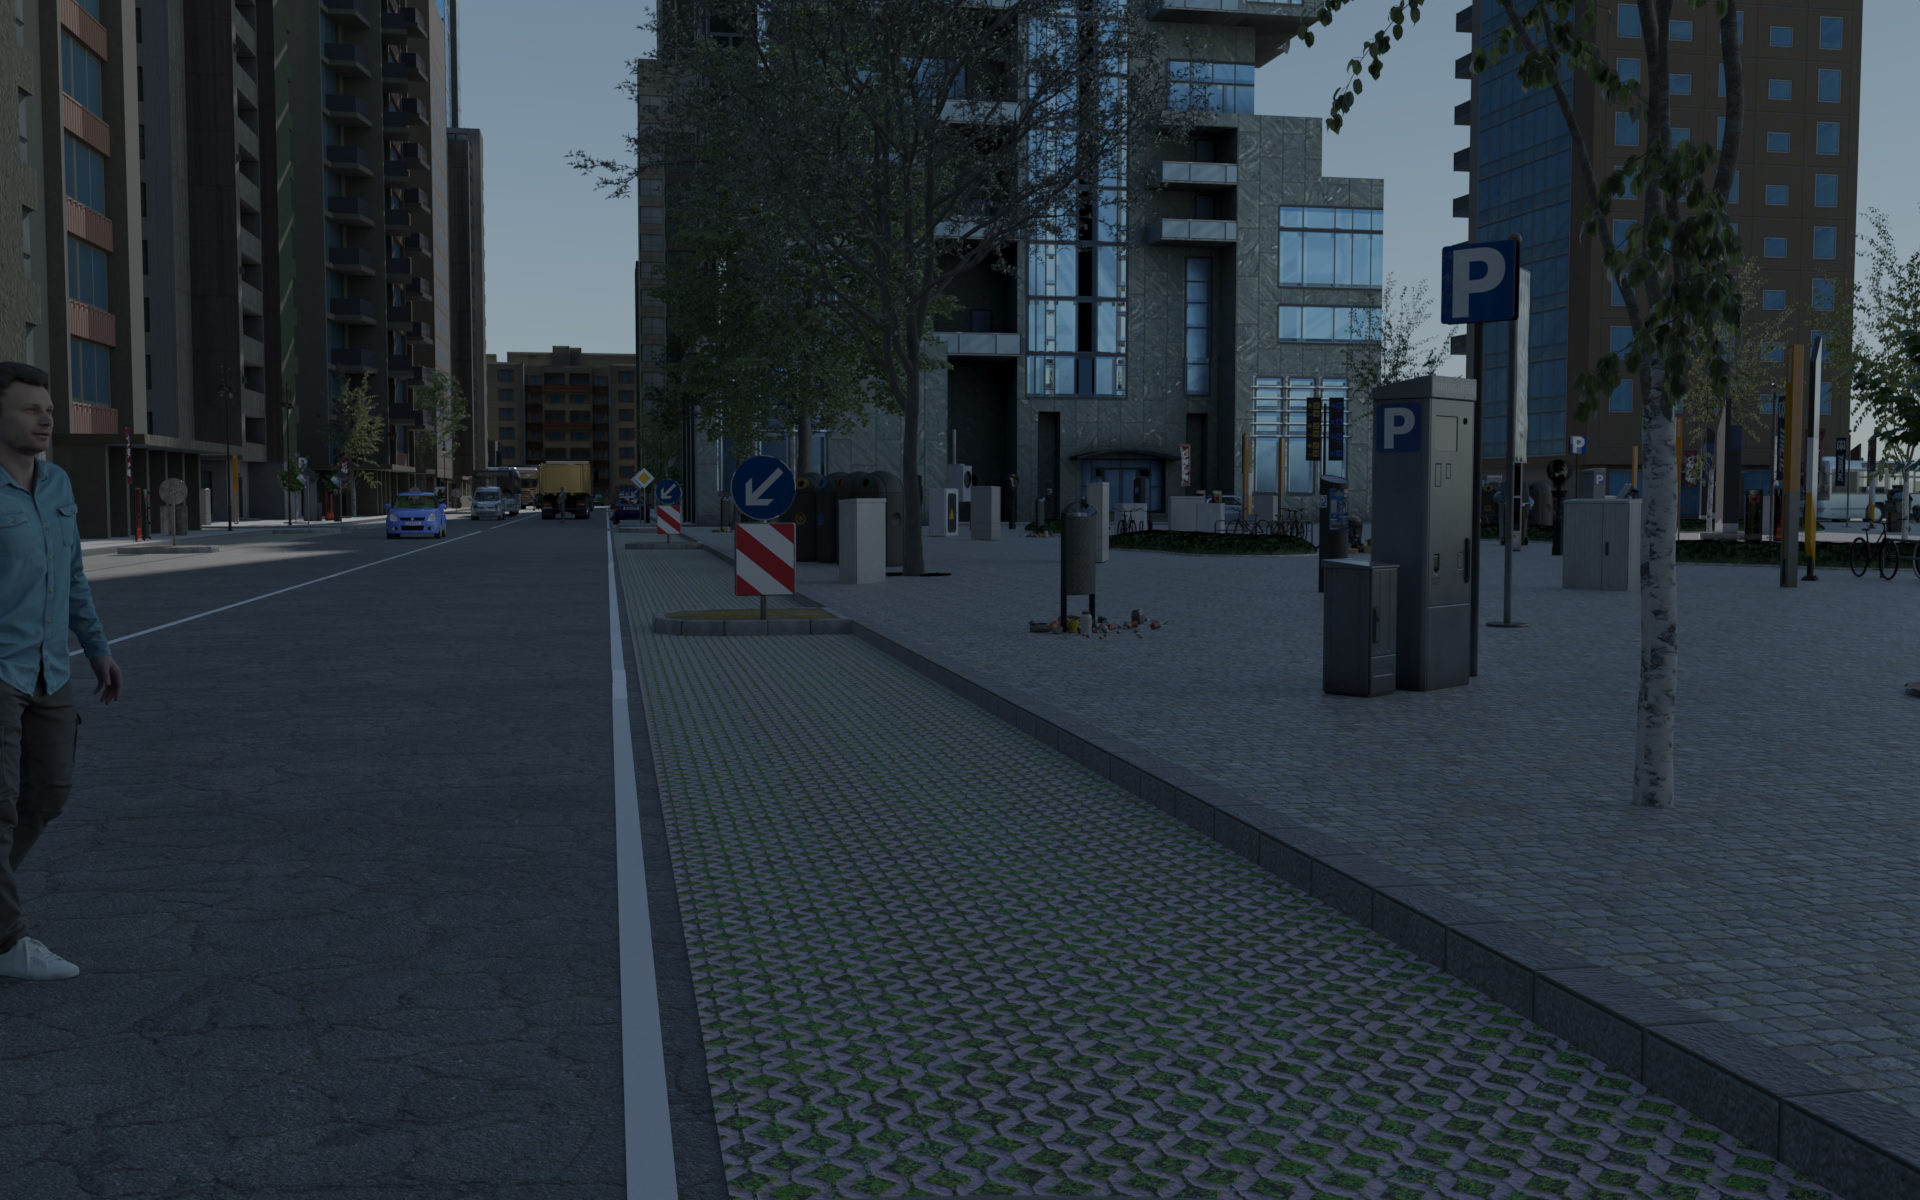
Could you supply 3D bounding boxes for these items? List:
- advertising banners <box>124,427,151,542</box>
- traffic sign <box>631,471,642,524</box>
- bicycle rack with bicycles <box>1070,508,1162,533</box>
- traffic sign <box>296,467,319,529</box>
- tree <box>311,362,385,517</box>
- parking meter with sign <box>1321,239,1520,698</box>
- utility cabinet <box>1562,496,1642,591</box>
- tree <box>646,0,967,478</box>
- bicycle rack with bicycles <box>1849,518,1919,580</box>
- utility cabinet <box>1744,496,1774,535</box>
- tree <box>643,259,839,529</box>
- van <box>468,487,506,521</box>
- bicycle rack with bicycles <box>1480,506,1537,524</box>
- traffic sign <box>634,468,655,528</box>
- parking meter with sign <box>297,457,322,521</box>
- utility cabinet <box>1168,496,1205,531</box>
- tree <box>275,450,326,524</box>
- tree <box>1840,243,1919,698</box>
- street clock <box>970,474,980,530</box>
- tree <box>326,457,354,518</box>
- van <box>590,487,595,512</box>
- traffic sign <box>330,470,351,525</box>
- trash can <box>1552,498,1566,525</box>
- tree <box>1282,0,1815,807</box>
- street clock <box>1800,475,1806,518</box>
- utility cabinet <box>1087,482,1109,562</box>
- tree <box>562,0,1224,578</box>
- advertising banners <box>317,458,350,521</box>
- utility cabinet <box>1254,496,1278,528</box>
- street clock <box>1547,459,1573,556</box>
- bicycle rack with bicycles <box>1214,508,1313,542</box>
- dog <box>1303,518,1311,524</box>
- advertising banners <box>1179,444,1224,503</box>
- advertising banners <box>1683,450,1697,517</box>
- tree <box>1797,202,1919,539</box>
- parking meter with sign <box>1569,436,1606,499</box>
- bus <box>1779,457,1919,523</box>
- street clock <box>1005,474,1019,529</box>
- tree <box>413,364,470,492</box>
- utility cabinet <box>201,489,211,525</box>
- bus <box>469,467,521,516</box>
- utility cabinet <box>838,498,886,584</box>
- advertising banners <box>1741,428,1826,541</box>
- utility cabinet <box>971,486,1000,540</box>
[{"bbox_3d":[-22.070,-3.075,46.460,0.090,3.025,2.074,-1,4,-10],"label":"advertising banners"},{"bbox_3d":[-13.627,-4.293,73.829,0.795,2.450,0.064,-1,4,-12],"label":"traffic sign"},{"bbox_3d":[3.817,-1.846,43.570,2.852,0.926,2.925,1,4,9],"label":"bicycle rack with bicycles"},{"bbox_3d":[-23.932,-3.667,63.602,0.795,2.450,0.064,-1,4,-12],"label":"traffic sign"},{"bbox_3d":[-33.842,-8.936,96.462,4.360,8.622,3.978,0,3,0],"label":"tree"},{"bbox_3d":[3.050,-0.933,11.512,0.543,3.016,1.738,3,5,43],"label":"parking meter with sign"},{"bbox_3d":[8.626,-0.743,23.316,0.306,1.237,1.020,-2,4,-34],"label":"utility cabinet"},{"bbox_3d":[-3.186,-7.392,38.981,7.486,12.596,7.792,0,3,0],"label":"tree"},{"bbox_3d":[14.687,-0.733,25.361,2.852,0.926,2.925,1,4,11],"label":"bicycle rack with bicycles"},{"bbox_3d":[25.508,-2.683,55.030,1.020,1.237,0.306,3,5,44],"label":"utility cabinet"},{"bbox_3d":[-7.540,-7.703,60.361,7.601,10.594,8.767,0,4,-6],"label":"tree"},{"bbox_3d":[-25.975,-5.400,95.307,2.013,2.044,4.112,-1,4,-11],"label":"van"},{"bbox_3d":[16.235,-2.511,54.437,2.852,0.926,2.925,-3,5,-39],"label":"bicycle rack with bicycles"},{"bbox_3d":[-12.029,-3.814,66.005,0.795,2.450,0.064,-1,4,-12],"label":"traffic sign"},{"bbox_3d":[-30.850,-5.259,82.251,0.543,3.016,1.738,0,4,1],"label":"parking meter with sign"},{"bbox_3d":[6.512,-2.363,49.797,1.020,1.237,0.306,0,4,-7],"label":"utility cabinet"},{"bbox_3d":[-29.009,-4.934,75.267,1.663,3.219,1.824,0,3,0],"label":"tree"},{"bbox_3d":[6.424,-0.995,10.869,1.663,3.219,1.824,0,3,0],"label":"tree"},{"bbox_3d":[0.460,-3.472,61.339,0.471,2.002,0.358,1,4,14],"label":"street clock"},{"bbox_3d":[-32.908,-5.933,91.609,1.663,3.219,1.824,0,3,0],"label":"tree"},{"bbox_3d":[-31.104,-8.413,141.944,2.240,2.365,5.245,-1,4,-10],"label":"van"},{"bbox_3d":[-25.531,-4.146,71.426,0.795,2.450,0.064,-1,4,-12],"label":"traffic sign"},{"bbox_3d":[22.259,-3.248,64.755,0.748,1.137,0.748,0,3,0],"label":"trash can"},{"bbox_3d":[2.632,-3.458,6.906,4.360,8.622,3.978,0,3,0],"label":"tree"},{"bbox_3d":[31.429,-3.655,64.334,0.471,2.002,0.358,-2,4,-33],"label":"street clock"},{"bbox_3d":[2.587,-1.464,32.611,0.318,1.500,1.173,1,4,11],"label":"utility cabinet"},{"bbox_3d":[-0.860,-7.124,26.846,12.009,13.543,11.850,0,3,0],"label":"tree"},{"bbox_3d":[-30.451,-5.344,83.568,2.074,3.025,0.090,0,4,-7],"label":"advertising banners"},{"bbox_3d":[11.744,-3.385,66.510,0.306,1.237,1.020,-2,4,-35],"label":"utility cabinet"},{"bbox_3d":[12.506,-1.932,36.165,0.471,2.002,0.358,3,5,44],"label":"street clock"},{"bbox_3d":[8.042,-1.915,44.687,2.925,0.926,2.852,-3,5,-42],"label":"bicycle rack with bicycles"},{"bbox_3d":[15.105,-3.399,75.759,0.748,0.427,0.550,0,4,4],"label":"dog"},{"bbox_3d":[8.433,-3.936,60.546,2.074,3.025,0.090,-2,4,-33],"label":"advertising banners"},{"bbox_3d":[30.002,-4.470,69.273,2.074,3.025,0.090,1,4,22],"label":"advertising banners"},{"bbox_3d":[23.181,-5.651,42.756,4.737,8.622,4.395,0,3,0],"label":"tree"},{"bbox_3d":[18.610,-3.345,50.959,0.543,3.016,1.738,-1,4,-12],"label":"parking meter with sign"},{"bbox_3d":[44.704,-5.300,81.516,13.247,3.499,2.948,-1,4,-12],"label":"bus"},{"bbox_3d":[1.899,-3.571,62.963,0.471,2.002,0.358,-3,4,-38],"label":"street clock"},{"bbox_3d":[-41.297,-12.667,132.865,9.928,11.665,9.643,0,3,0],"label":"tree"},{"bbox_3d":[-31.225,-3.799,70.784,1.173,1.500,0.318,1,4,13],"label":"utility cabinet"},{"bbox_3d":[-30.634,-7.332,114.740,2.948,3.499,13.247,-1,4,-12],"label":"bus"},{"bbox_3d":[-1.414,-0.850,25.053,0.306,1.237,1.020,1,4,22],"label":"utility cabinet"},{"bbox_3d":[22.270,-3.100,46.866,2.074,3.025,0.090,3,5,41],"label":"advertising banners"},{"bbox_3d":[0.717,-2.419,48.223,0.318,1.500,1.173,-2,4,-29],"label":"utility cabinet"}]
